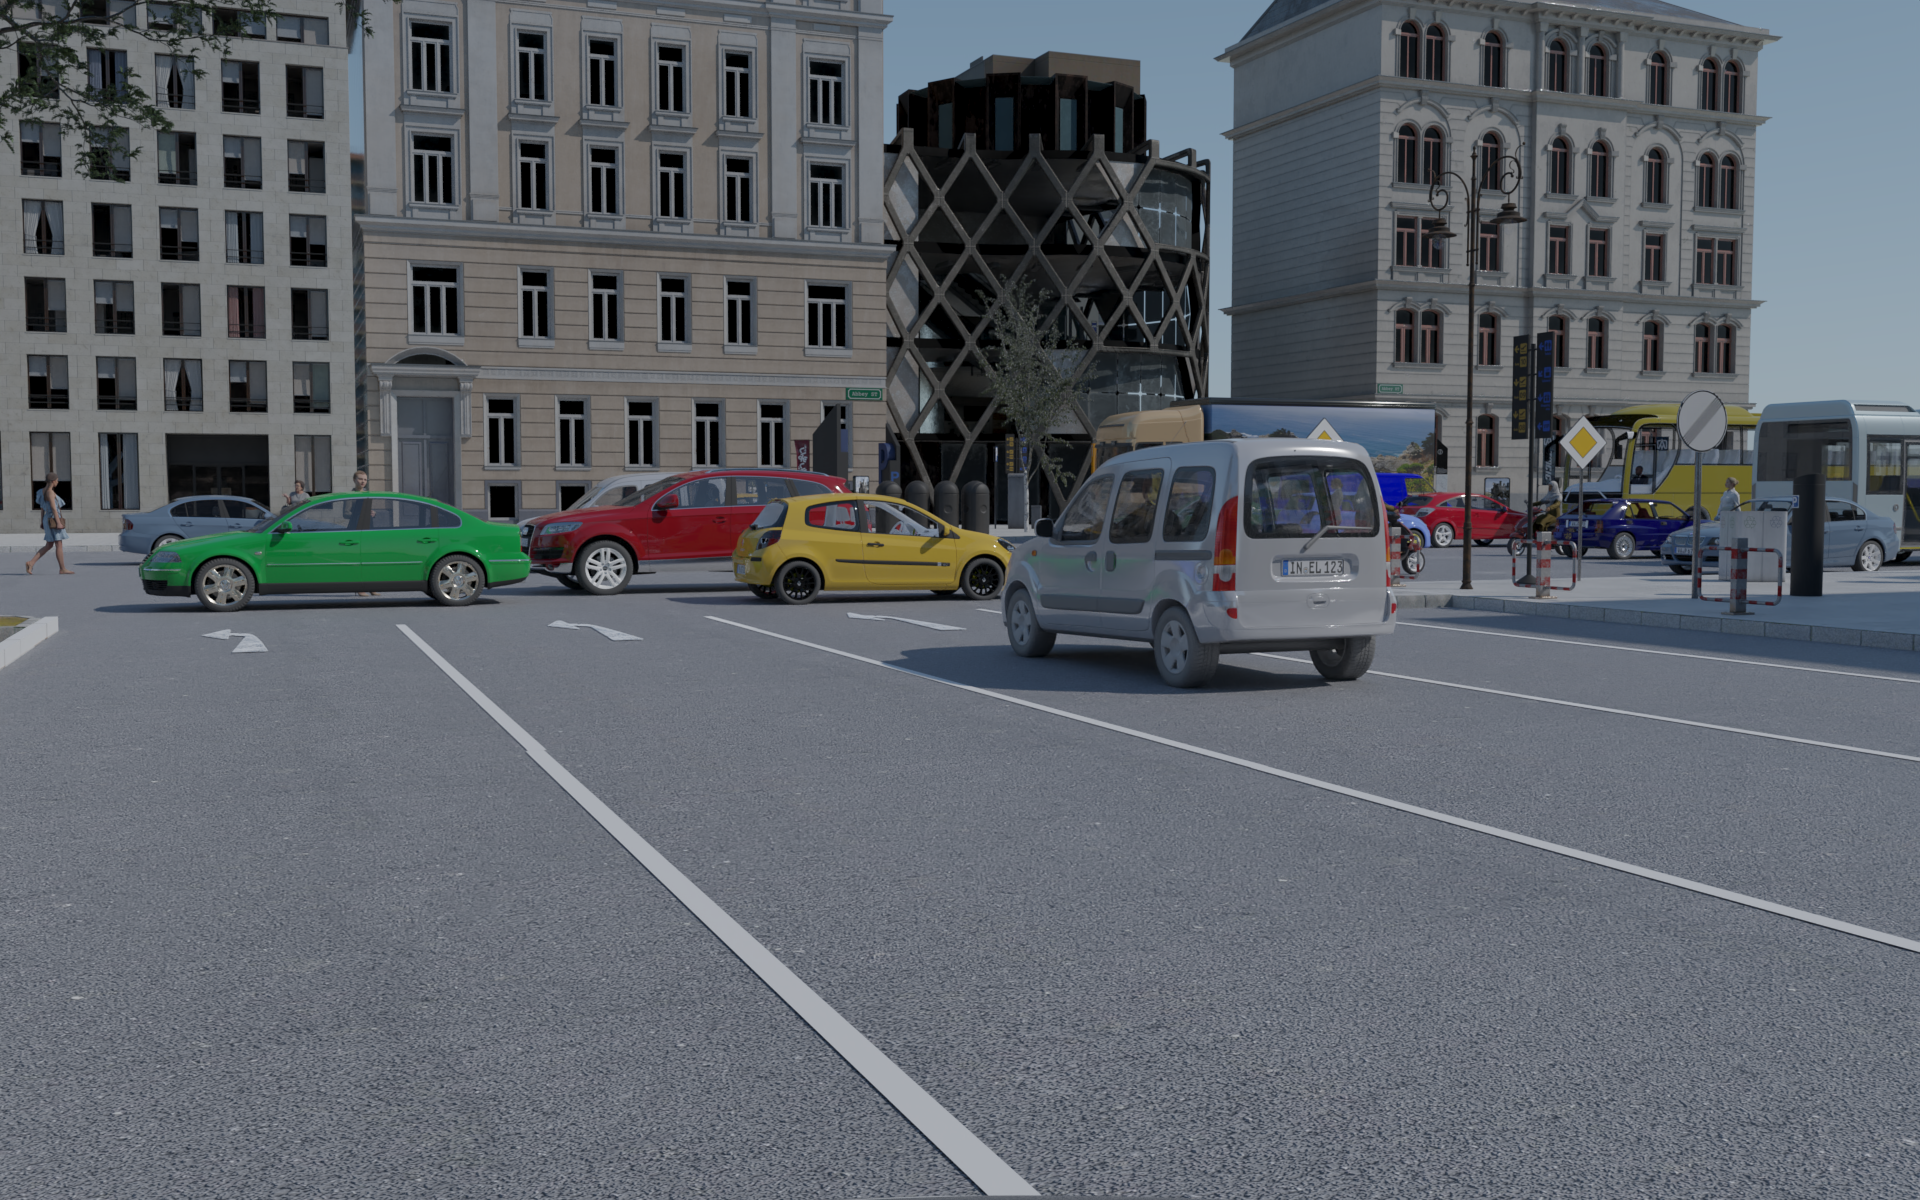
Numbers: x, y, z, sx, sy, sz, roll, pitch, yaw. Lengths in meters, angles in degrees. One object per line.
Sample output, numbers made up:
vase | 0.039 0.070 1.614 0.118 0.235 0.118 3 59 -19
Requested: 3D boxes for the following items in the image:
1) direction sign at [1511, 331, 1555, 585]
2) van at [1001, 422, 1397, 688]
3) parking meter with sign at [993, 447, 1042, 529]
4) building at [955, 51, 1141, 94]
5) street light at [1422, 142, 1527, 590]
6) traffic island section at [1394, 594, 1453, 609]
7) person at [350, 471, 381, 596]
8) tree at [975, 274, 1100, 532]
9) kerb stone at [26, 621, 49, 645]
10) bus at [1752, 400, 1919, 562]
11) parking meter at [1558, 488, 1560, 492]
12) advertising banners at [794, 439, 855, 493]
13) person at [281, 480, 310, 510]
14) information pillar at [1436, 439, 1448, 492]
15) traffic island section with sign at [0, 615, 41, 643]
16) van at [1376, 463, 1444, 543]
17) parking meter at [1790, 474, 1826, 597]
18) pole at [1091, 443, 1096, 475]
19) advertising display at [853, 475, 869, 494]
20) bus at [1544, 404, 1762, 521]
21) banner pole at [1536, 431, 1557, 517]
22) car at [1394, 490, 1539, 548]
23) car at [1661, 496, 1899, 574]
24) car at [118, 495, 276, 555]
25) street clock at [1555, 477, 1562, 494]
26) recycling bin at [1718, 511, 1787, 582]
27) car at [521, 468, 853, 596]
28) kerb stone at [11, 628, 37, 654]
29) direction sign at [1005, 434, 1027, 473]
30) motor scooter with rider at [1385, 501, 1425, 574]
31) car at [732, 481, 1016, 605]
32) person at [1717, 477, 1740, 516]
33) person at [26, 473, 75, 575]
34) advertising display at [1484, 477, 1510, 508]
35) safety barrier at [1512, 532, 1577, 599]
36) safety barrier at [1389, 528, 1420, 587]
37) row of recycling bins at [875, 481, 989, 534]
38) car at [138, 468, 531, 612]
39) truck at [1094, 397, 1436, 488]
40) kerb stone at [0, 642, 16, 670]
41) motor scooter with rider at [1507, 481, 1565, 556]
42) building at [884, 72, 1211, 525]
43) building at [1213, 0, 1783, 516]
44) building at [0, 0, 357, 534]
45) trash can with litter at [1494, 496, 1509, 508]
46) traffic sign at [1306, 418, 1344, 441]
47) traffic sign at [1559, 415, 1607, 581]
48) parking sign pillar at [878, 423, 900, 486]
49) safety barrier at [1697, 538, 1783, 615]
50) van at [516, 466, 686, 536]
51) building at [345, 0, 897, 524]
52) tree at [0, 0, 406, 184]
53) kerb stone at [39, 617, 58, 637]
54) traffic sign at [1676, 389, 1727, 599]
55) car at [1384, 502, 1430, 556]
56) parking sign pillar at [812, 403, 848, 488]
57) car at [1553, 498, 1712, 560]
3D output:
direction sign | 8.094 -1.991 24.543 0.379 3.537 0.876 -1 4 -19
van | 1.782 -0.448 14.337 2.013 2.044 4.112 -2 4 -23
parking meter with sign | 2.123 -4.123 63.670 1.738 3.016 0.543 0 4 7
building | 8.201 -32.009 173.461 14.200 45.320 14.600 -1 4 -22
street light | 6.828 -3.082 23.171 0.468 5.910 1.993 -1 4 -22
traffic island section | 4.800 -0.041 22.954 2.009 0.180 2.903 -1 4 -22
person | -8.359 -0.929 24.234 0.362 1.759 0.519 2 4 27
tree | 2.318 -6.574 57.841 4.360 8.622 3.978 0 3 0
kerb stone | -8.933 0.339 16.696 0.120 0.150 1.000 -1 4 -22
bus | 22.946 -2.579 37.025 13.247 3.499 2.948 -1 4 -22
parking meter | 23.391 -3.654 68.156 0.372 1.533 0.369 0 3 0
advertising banners | -4.303 -3.623 55.424 2.074 3.025 0.090 1 4 11
person | -16.385 -2.064 42.604 0.716 1.782 0.532 0 4 -3
information pillar | 20.325 -5.002 73.143 0.504 3.616 0.183 0 4 -4
traffic island section with sign | -10.257 -0.550 17.132 2.006 1.907 1.989 -1 4 -22
van | 11.650 -2.743 49.227 5.245 2.365 2.240 -1 4 -22
parking meter | 10.672 -0.819 21.801 0.372 1.533 0.369 0 3 0
pole | 5.399 -4.651 69.881 0.158 3.312 0.155 0 3 0
advertising display | -3.455 -3.381 60.492 0.123 1.923 0.974 2 4 27
bus | 22.377 -3.500 48.771 12.252 3.916 2.896 -1 4 -20
banner pole | 20.587 -4.344 61.043 0.863 3.779 0.401 3 5 41
car | 13.793 -2.338 47.264 4.494 1.783 2.155 -2 4 -24
car | 14.659 -1.159 30.959 4.499 1.417 2.014 -1 4 -23
car | -14.991 -1.465 35.958 4.499 1.417 2.014 -1 4 -23
street clock | 25.639 -4.266 74.318 0.358 2.002 0.471 2 4 33
recycling bin | 11.665 -0.792 25.496 0.722 1.027 0.722 0 4 3
car | -3.883 -1.056 25.944 5.304 1.827 2.281 -2 4 -24
kerb stone | -8.544 0.394 15.746 0.120 0.150 1.000 -1 4 -22
direction sign | 2.136 -4.506 65.670 0.876 3.537 0.379 -1 4 -20
motor scooter with rider | 7.398 -1.318 30.506 1.986 1.779 0.876 -2 4 -24
car | -1.074 -0.818 23.591 3.980 1.641 2.015 -1 4 -21
person | 16.795 -1.772 37.692 0.641 1.798 0.478 0 4 -4
person | -16.091 -1.348 30.630 0.778 1.811 0.616 -3 5 -40
advertising display | 20.788 -3.784 67.077 0.974 1.923 0.123 0 4 5
safety barrier | 7.146 -0.424 21.211 0.300 0.817 1.120 -1 4 -22
safety barrier | 6.014 -0.595 23.997 0.300 0.817 1.120 -1 4 -22
row of recycling bins | -0.844 -2.844 53.609 3.534 1.692 1.069 0 4 -8
car | -7.960 -0.822 22.244 4.718 1.807 1.959 -2 4 -23
truck | 8.860 -3.857 51.977 11.283 4.237 2.839 -1 4 -22
kerb stone | -8.157 0.456 14.794 0.120 0.150 1.000 -1 4 -22
motor scooter with rider | 13.502 -1.912 40.221 1.986 1.779 0.876 -2 4 -24
building | 2.325 -12.892 78.236 16.811 18.784 16.820 -1 4 -22
building | 26.550 -18.311 86.775 23.554 28.519 14.401 -1 4 -22
building | -30.547 -12.611 60.944 16.860 20.320 10.420 -1 4 -22
trash can with litter | 19.902 -3.290 64.843 2.233 1.210 1.678 2 4 30
traffic sign | 4.781 -1.176 22.868 0.795 2.450 0.064 -1 4 -22
traffic sign | 9.137 -1.487 25.497 0.795 2.450 0.064 -1 4 -14
parking sign pillar | -2.665 -4.707 65.427 1.447 3.967 1.447 -1 4 -21
safety barrier | 8.281 -0.253 18.414 0.300 0.817 1.120 -1 4 -22
van | -6.358 -1.555 32.443 4.112 2.044 2.013 -1 4 -22
building | -14.125 -17.338 69.376 20.117 28.700 13.634 -1 4 -22
tree | -7.491 -4.507 10.561 8.767 10.594 7.601 -1 4 -22
kerb stone | -9.313 0.278 17.653 0.120 0.150 1.000 -1 4 -22
traffic sign | 9.027 -1.290 21.194 0.768 2.556 0.104 -1 4 -20
car | 9.242 -1.902 40.694 3.694 1.707 1.945 -1 4 -20
parking sign pillar | -3.908 -3.897 52.185 1.447 3.967 1.447 -3 5 -39
car | 15.391 -1.613 38.952 3.894 1.354 1.945 -1 4 -21
